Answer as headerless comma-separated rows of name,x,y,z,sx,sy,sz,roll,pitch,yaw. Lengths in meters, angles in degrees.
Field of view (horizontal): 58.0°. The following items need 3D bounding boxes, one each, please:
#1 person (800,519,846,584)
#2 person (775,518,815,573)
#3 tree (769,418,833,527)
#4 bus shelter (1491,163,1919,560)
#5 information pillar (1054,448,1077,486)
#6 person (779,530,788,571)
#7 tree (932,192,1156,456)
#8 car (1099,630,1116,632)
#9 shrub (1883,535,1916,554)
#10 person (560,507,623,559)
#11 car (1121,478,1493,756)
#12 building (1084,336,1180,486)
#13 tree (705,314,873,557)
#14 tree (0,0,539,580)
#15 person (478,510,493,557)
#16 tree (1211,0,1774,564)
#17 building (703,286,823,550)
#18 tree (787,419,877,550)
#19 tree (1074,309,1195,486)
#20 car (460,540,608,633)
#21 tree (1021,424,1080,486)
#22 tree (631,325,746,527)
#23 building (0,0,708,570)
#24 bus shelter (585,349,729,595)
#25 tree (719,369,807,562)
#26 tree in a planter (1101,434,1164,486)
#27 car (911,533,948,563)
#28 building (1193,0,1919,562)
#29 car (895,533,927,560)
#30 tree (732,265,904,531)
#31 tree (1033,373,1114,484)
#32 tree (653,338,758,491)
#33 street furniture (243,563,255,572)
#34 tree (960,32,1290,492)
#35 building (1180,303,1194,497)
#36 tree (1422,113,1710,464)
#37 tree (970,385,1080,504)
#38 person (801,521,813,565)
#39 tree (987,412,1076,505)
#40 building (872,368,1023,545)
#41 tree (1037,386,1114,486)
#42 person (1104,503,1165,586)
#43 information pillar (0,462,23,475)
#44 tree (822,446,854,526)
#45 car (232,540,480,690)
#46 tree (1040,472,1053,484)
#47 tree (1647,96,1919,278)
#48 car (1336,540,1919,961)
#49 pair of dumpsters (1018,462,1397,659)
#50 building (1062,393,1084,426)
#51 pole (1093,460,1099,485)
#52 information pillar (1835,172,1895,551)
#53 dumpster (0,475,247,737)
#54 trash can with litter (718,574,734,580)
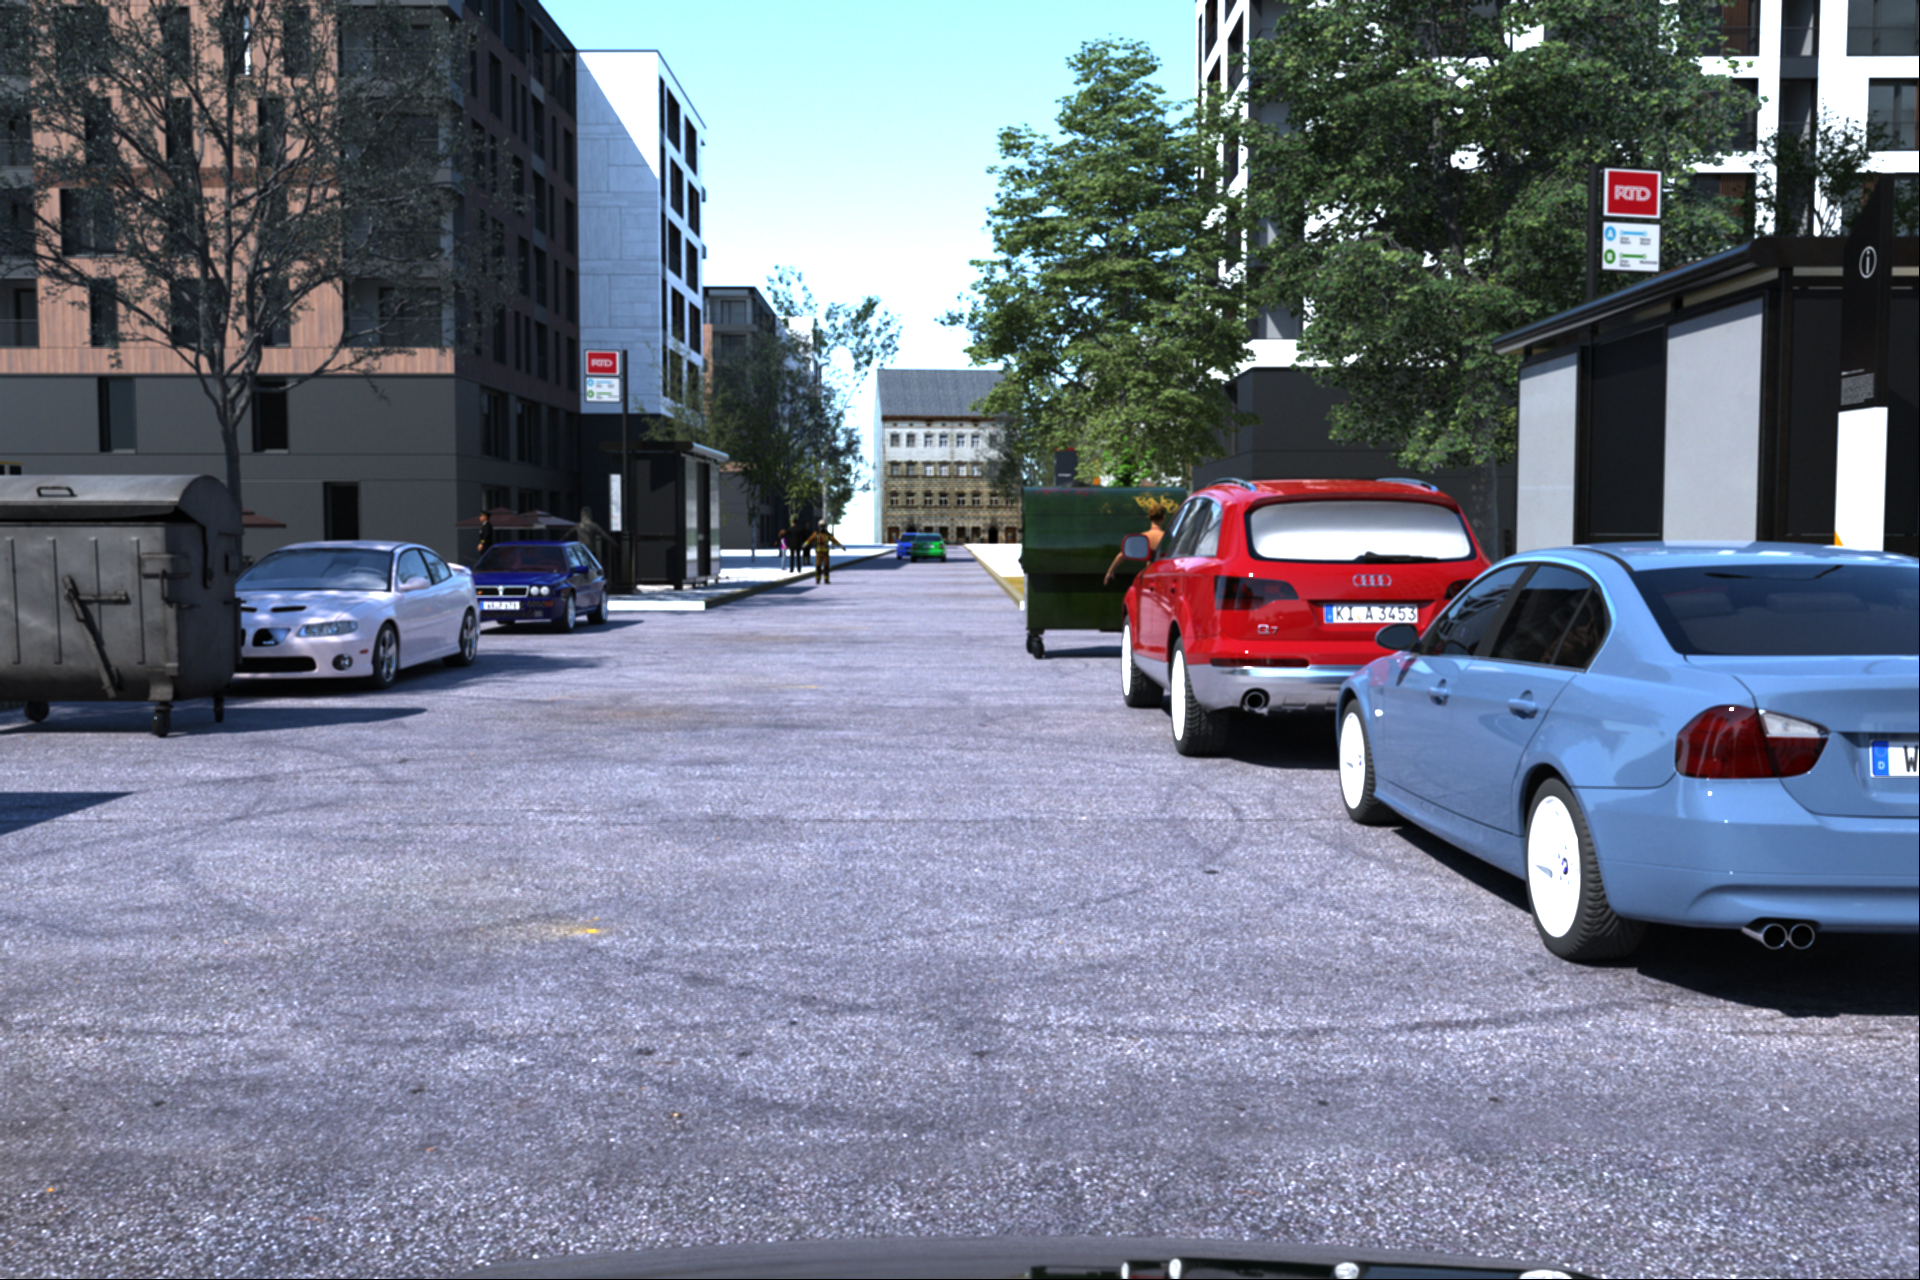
person,-3.946,-2.540,49.747,1.354,1.858,0.705,-1,4,-14
person,-5.452,-3.124,57.301,1.346,1.802,0.704,-1,4,-14
tree,-10.100,-9.601,107.338,4.737,8.622,4.395,0,3,0
bus shelter,6.628,-2.380,16.541,2.179,5.291,8.768,0,4,0
information pillar,3.178,-3.843,52.213,0.750,3.857,0.750,0,4,-2
person,-6.091,-3.134,60.508,0.599,1.433,0.991,0,4,-2
tree,4.174,-14.811,98.051,12.611,20.169,13.585,0,3,0
car,2.884,-0.865,26.730,1.945,1.354,3.894,0,4,0
shrub,27.819,-2.901,51.844,1.690,2.028,1.600,0,3,0
person,-7.227,-1.680,33.595,1.348,1.813,0.705,0,4,3
car,2.394,-0.248,12.736,2.281,1.827,5.304,0,4,-1
building,21.129,-18.168,163.504,16.747,18.905,31.486,0,4,0
tree,-10.009,-11.382,96.458,12.009,13.543,11.850,0,3,0
tree,-12.338,-7.264,29.143,12.009,13.543,11.850,0,3,0
person,-11.013,-2.093,40.161,0.705,1.837,1.347,-1,4,-12
tree,9.137,-7.521,29.622,9.857,13.997,8.962,0,3,0
building,-27.584,-19.273,159.094,27.936,21.610,32.646,0,4,-1
tree,-10.377,-12.516,139.044,8.767,10.594,7.601,1,4,12
tree,5.435,-6.425,55.410,4.737,8.622,4.395,0,3,0
car,-6.493,-0.838,26.274,1.945,1.354,3.894,0,4,-1
tree,5.697,-9.965,113.295,4.360,8.622,3.978,0,3,0
tree,-9.407,-6.770,61.057,4.360,8.622,3.978,0,3,0
building,-26.664,-13.904,71.301,27.936,21.610,32.646,0,3,0
bus shelter,-7.063,-3.842,40.441,2.179,5.291,8.768,0,3,0
tree,-9.184,-7.843,78.602,4.737,8.622,4.395,0,3,0
tree in a planter,3.013,-2.064,30.973,1.991,3.239,1.994,0,4,-1
car,-1.600,-4.851,88.117,1.959,1.807,4.718,0,4,-1
building,22.958,-13.761,68.973,27.936,21.610,32.646,0,4,0
car,-2.705,-5.411,98.059,1.945,1.707,3.694,0,4,-1
tree,-11.172,-16.416,124.289,12.611,20.169,13.585,0,3,0
tree,5.518,-7.856,78.806,4.360,8.622,3.978,0,3,0
tree,-9.507,-7.017,65.093,4.360,8.622,3.978,0,3,0
street furniture,-20.150,-2.139,50.592,10.072,0.657,5.734,-1,4,-15
tree,3.790,-7.480,40.421,7.486,12.596,7.792,0,3,0
building,24.618,-17.136,111.100,19.493,23.208,18.063,0,3,0
tree,16.002,-7.790,45.492,7.486,12.596,7.792,0,3,0
tree,5.704,-13.781,135.683,12.009,13.543,11.850,0,3,0
person,-6.292,-3.987,71.322,0.704,1.812,1.346,3,5,43
tree,5.516,-11.457,121.734,7.601,10.594,8.767,-1,4,-18
building,-1.968,-24.196,228.986,18.063,23.208,19.493,0,4,-6
tree,6.111,-8.173,83.996,4.360,8.622,3.978,0,3,0
person,1.987,-0.485,17.196,1.217,1.733,0.721,2,4,28
information pillar,-9.782,-0.809,17.720,0.304,2.012,0.304,0,4,-1
tree,-18.392,-19.523,225.862,9.857,13.997,8.962,0,3,0
car,-6.209,-0.309,17.421,2.083,1.381,4.827,0,4,-1
tree,14.722,-19.628,227.576,9.857,13.997,8.962,0,3,0
tree,18.781,-6.234,36.344,8.767,10.594,7.601,0,4,4
car,2.837,0.299,7.121,2.014,1.417,4.499,0,4,-1
pair of dumpsters,2.895,-0.942,20.348,4.436,2.255,1.574,0,3,0
building,21.553,-22.853,204.570,19.493,23.208,18.063,0,4,0
pole,3.683,-3.241,46.839,0.158,3.312,0.155,0,3,0
information pillar,6.008,-1.234,11.532,0.183,3.616,0.504,0,3,0
dumpster,-6.345,-0.271,12.646,1.865,1.857,1.264,0,4,0
trash can with litter,-7.092,-2.357,49.602,1.678,1.210,2.233,0,4,-1
